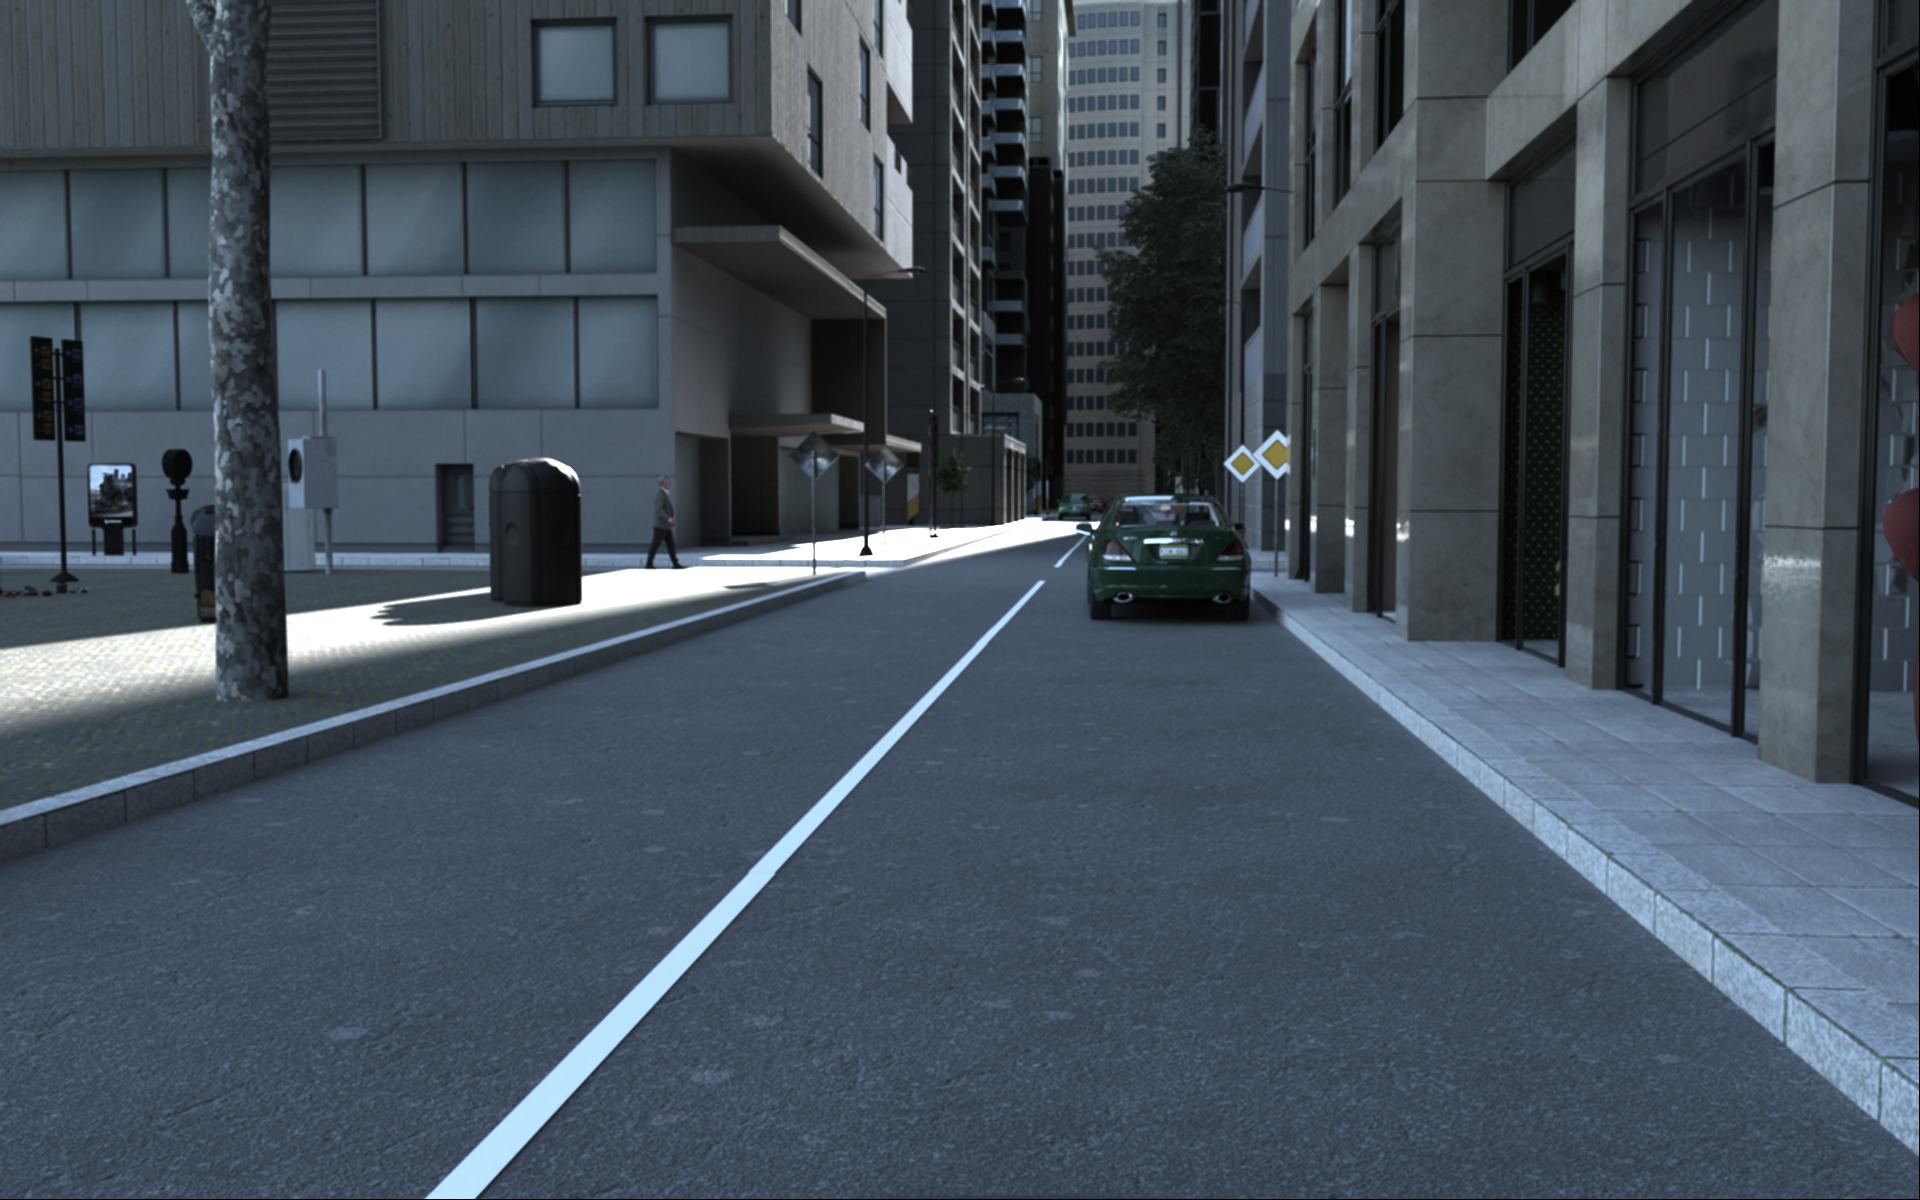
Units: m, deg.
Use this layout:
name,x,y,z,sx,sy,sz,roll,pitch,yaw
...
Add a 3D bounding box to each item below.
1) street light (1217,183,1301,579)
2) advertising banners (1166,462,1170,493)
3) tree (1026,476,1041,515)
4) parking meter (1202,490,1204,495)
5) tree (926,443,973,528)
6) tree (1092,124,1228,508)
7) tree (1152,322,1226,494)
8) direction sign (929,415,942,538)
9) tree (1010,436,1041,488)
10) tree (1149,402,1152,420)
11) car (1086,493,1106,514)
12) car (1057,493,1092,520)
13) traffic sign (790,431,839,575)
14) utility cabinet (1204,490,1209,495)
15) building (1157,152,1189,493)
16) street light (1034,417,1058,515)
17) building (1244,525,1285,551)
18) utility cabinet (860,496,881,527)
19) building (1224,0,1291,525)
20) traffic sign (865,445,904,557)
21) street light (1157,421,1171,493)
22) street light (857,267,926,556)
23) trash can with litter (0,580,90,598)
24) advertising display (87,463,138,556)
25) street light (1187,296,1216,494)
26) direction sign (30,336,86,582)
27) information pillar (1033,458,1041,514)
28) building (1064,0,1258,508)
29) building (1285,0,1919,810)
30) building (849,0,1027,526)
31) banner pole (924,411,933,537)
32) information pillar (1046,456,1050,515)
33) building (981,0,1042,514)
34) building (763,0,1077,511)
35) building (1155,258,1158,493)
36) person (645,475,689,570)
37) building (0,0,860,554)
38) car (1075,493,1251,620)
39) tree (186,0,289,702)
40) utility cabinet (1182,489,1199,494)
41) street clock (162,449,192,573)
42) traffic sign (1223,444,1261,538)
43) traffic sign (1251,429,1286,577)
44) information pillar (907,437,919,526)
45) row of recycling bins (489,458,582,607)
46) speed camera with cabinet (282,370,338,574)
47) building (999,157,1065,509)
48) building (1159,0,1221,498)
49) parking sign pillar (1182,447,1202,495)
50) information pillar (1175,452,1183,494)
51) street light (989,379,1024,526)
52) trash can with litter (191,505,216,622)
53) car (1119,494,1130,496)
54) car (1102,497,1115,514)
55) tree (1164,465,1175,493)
name,x,y,z,sx,sy,sz,roll,pitch,yaw
street light,4.668,-3.270,26.010,1.470,5.913,1.316,0,4,5
advertising banners,11.587,-6.140,96.583,0.090,3.025,2.074,0,4,2
tree,3.841,-6.842,106.472,1.663,3.219,1.824,0,3,0
parking meter,13.248,-5.312,95.257,0.372,1.533,0.369,0,3,0
tree,-0.246,-4.343,65.604,1.663,3.219,1.824,0,3,0
tree,9.140,-9.377,59.964,9.857,13.997,8.962,0,3,0
tree,10.694,-7.335,70.285,4.360,8.622,3.978,0,3,0
direction sign,-0.723,-3.563,50.259,0.379,3.537,0.876,-1,4,-9
tree,2.806,-7.043,98.867,4.285,4.588,4.351,0,3,0
tree,10.646,-7.899,79.516,4.360,8.622,3.978,0,3,0
car,9.679,-7.268,127.872,2.155,1.783,4.494,0,4,4
car,6.312,-5.299,95.430,1.959,1.807,4.718,0,4,4
traffic sign,-2.315,-1.459,27.495,0.795,2.450,0.064,0,4,5
utility cabinet,13.829,-5.609,100.393,1.173,1.500,0.318,2,4,24
building,24.472,-23.049,148.557,14.160,30.474,14.107,0,4,5
street light,5.164,-8.038,103.970,1.470,5.913,1.316,0,4,5
building,21.125,-30.471,40.205,28.212,58.520,21.231,0,4,5
utility cabinet,-3.603,-3.433,67.285,1.020,1.237,0.306,0,4,1
building,24.666,-33.717,93.266,21.231,58.520,28.212,0,4,5
traffic sign,-1.552,-1.945,35.443,0.795,2.450,0.064,0,4,5
street light,9.316,-6.254,74.793,1.470,5.913,1.316,0,4,5
street light,-1.404,-3.861,35.662,1.470,5.913,1.316,0,4,5
trash can with litter,-11.930,-0.658,21.822,1.678,1.210,2.233,2,4,32
advertising display,-17.665,-1.890,36.114,0.974,1.923,0.123,0,4,1
street light,6.081,-4.165,40.635,1.470,5.913,1.316,0,4,5
direction sign,-13.162,-2.040,25.344,0.379,3.537,0.876,1,4,21
information pillar,4.828,-7.181,108.768,0.504,3.616,0.183,0,4,-3
building,19.234,-40.400,202.536,28.212,58.520,21.231,0,4,5
building,12.960,-12.458,8.205,19.350,26.468,34.151,0,4,5
building,-7.361,-39.220,79.505,20.563,71.187,20.611,0,4,5
banner pole,-0.897,-3.787,51.938,0.401,3.779,0.863,0,4,3
information pillar,5.335,-6.983,105.528,0.183,3.616,0.504,0,4,-6
building,-4.889,-49.679,124.925,22.319,86.520,31.000,0,4,5
building,-2.707,-35.641,171.966,27.495,52.752,28.713,0,4,5
building,25.969,-23.959,163.426,14.160,30.474,14.107,0,4,5
person,-5.446,-1.425,32.191,0.834,1.777,0.661,-1,4,-15
building,-15.979,-28.105,48.753,28.713,52.752,27.495,0,4,5
car,2.473,-0.571,21.142,2.131,1.459,4.920,0,4,4
tree,-3.550,-9.515,11.465,12.611,20.169,13.585,0,3,0
utility cabinet,10.982,-4.595,83.801,1.173,1.500,0.318,-1,4,-20
street clock,-12.659,-1.436,28.052,0.358,2.002,0.471,1,4,10
traffic sign,5.658,-1.902,34.733,0.795,2.450,0.064,0,4,5
traffic sign,4.894,-1.415,26.784,0.795,2.450,0.064,0,4,5
information pillar,-1.920,-4.837,70.446,0.504,3.616,0.183,0,4,-2
row of recycling bins,-5.304,-0.869,21.326,1.069,1.692,3.534,-1,4,-18
speed camera with cabinet,-10.755,-2.065,28.097,0.660,3.252,2.038,-3,5,-40
building,1.691,-23.053,148.621,14.160,30.474,14.107,0,4,5
building,25.671,-42.296,129.793,20.563,71.187,20.611,0,4,5
parking sign pillar,11.975,-6.181,89.533,1.447,3.967,1.447,-2,4,-26
information pillar,10.411,-5.571,82.444,0.183,3.616,0.504,-2,4,-28
street light,1.884,-5.950,69.816,1.470,5.913,1.316,0,4,5
trash can with litter,-7.530,-0.389,17.742,0.624,1.170,1.055,-2,4,-24
car,11.329,-6.541,117.169,2.015,1.641,3.980,0,4,6
car,7.157,-3.851,75.545,1.945,1.354,3.894,0,4,6
tree,13.875,-7.312,114.146,1.663,3.219,1.824,0,3,0
